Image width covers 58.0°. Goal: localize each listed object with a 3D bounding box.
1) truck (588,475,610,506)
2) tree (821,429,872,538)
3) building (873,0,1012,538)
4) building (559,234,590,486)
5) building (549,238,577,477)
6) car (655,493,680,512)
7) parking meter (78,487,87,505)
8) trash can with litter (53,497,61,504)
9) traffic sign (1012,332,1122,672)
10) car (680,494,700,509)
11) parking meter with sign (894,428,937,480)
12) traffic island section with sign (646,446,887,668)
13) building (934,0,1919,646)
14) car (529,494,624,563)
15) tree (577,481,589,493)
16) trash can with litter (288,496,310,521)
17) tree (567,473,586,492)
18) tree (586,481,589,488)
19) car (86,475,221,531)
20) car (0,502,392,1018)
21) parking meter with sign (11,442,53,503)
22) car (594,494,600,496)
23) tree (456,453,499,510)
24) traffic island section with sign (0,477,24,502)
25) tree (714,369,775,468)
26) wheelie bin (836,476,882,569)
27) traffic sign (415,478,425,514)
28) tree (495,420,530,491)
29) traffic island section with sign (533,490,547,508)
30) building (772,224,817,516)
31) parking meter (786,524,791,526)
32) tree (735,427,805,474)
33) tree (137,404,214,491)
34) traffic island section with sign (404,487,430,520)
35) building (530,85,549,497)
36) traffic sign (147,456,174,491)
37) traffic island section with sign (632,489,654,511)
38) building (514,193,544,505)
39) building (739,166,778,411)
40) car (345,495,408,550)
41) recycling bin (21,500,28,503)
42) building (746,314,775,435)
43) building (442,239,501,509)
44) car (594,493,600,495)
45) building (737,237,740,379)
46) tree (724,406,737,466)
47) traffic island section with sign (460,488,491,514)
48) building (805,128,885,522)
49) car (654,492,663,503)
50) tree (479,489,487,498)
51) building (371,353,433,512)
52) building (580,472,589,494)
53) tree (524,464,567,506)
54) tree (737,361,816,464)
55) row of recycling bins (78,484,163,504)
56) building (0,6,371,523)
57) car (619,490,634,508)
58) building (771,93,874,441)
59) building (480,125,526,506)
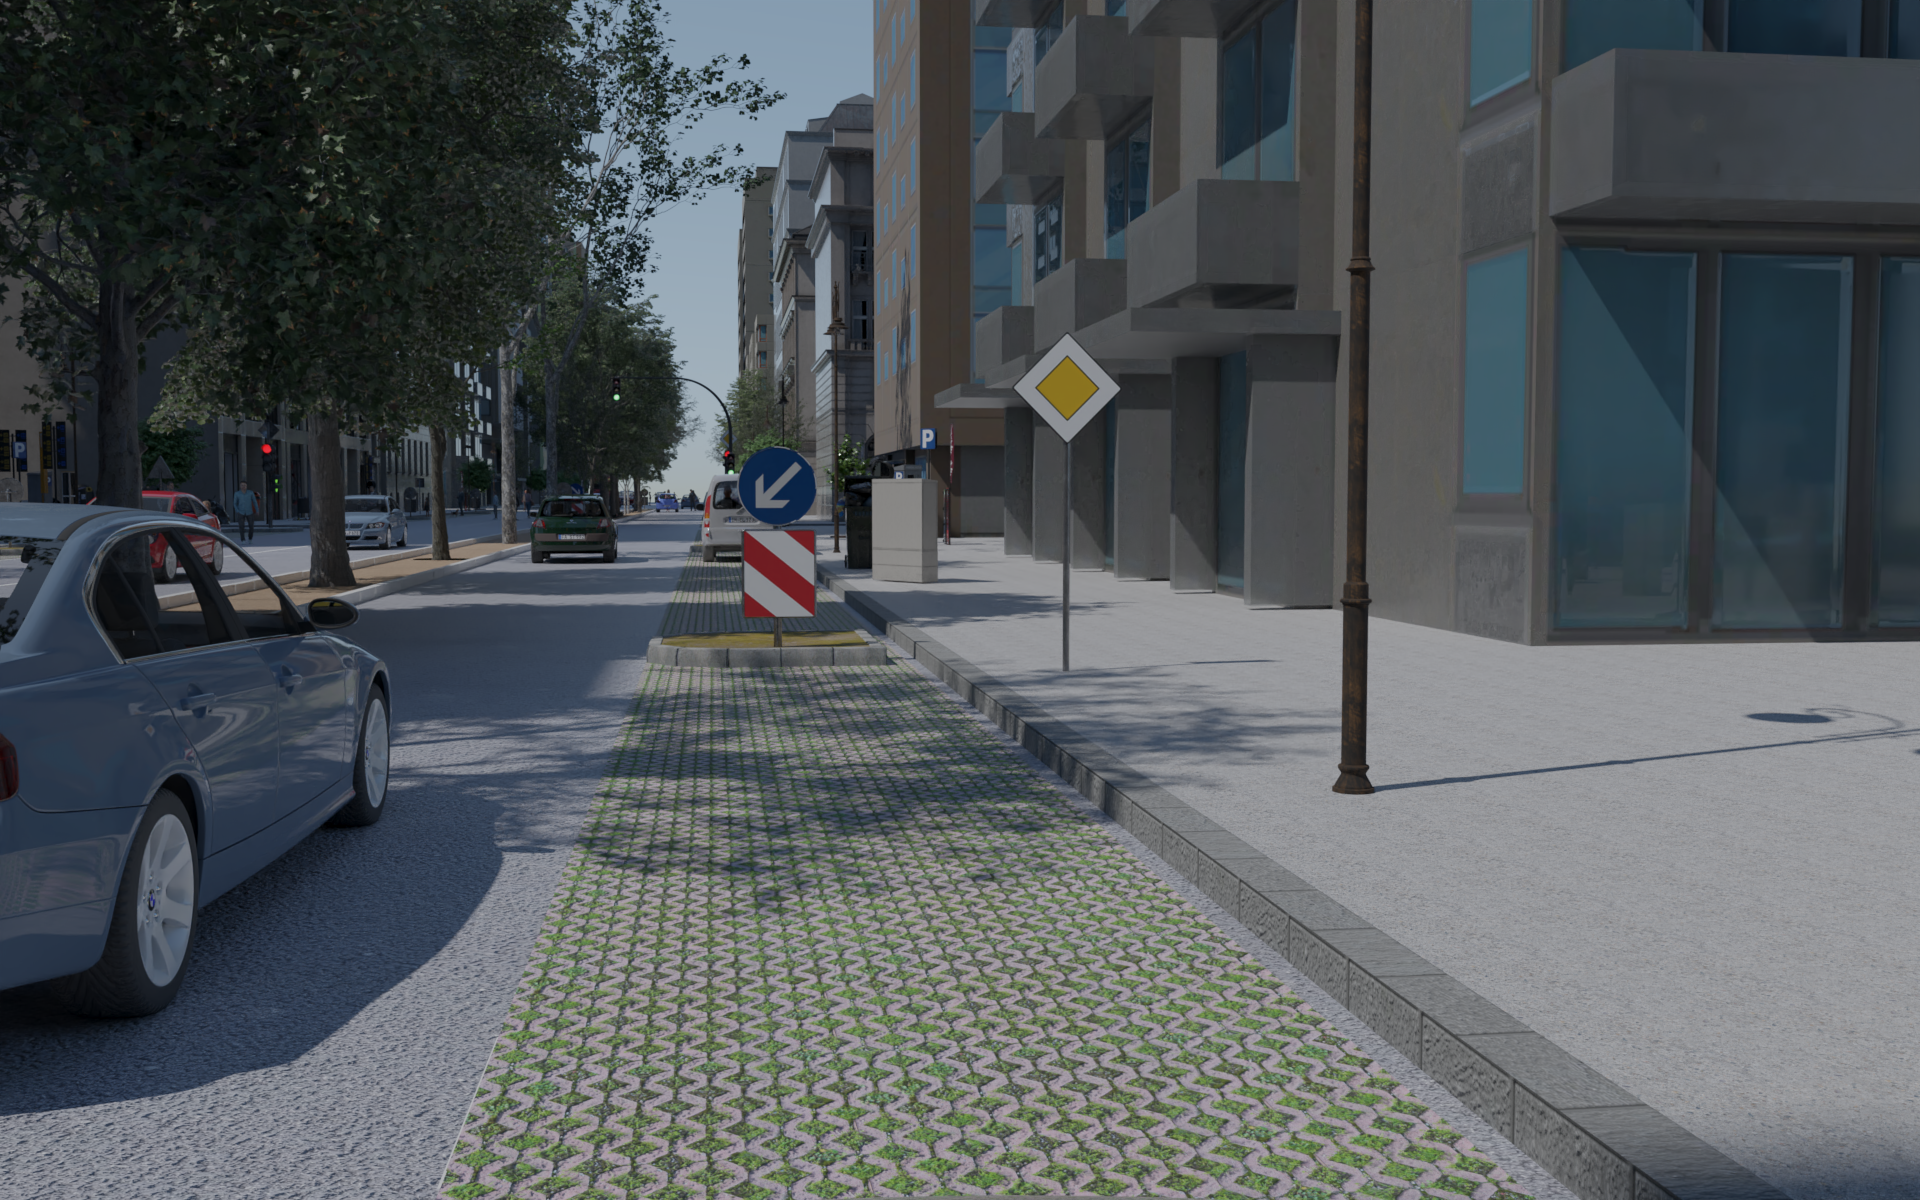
[{"bbox_3d":[-43.330,-13.475,209.236,2.839,4.237,11.283,-1,4,-10],"label":"truck"},{"bbox_3d":[-3.405,-3.435,50.756,1.663,3.219,1.824,0,3,0],"label":"tree"},{"bbox_3d":[4.676,-24.875,56.818,14.600,45.320,14.200,-1,4,-8],"label":"building"},{"bbox_3d":[-70.915,-39.492,295.796,14.600,45.320,14.200,-1,4,-8],"label":"building"},{"bbox_3d":[-66.820,-35.743,267.987,14.154,41.232,14.086,-1,4,-8],"label":"building"},{"bbox_3d":[-22.986,-7.739,136.122,1.945,1.707,3.694,0,4,-8],"label":"car"},{"bbox_3d":[-30.621,-3.175,60.317,0.372,1.533,0.369,0,3,0],"label":"parking meter"},{"bbox_3d":[-32.525,-3.108,62.204,0.624,1.170,1.055,0,4,-4],"label":"trash can with litter"},{"bbox_3d":[0.763,-0.689,12.455,0.795,2.450,0.064,0,4,-7],"label":"traffic sign"},{"bbox_3d":[-25.787,-9.385,165.450,2.014,1.417,4.499,-1,4,-9],"label":"car"},{"bbox_3d":[-1.392,-3.009,45.452,0.543,3.016,1.738,3,5,43],"label":"parking meter with sign"},{"bbox_3d":[-1.728,-0.400,15.160,1.989,1.847,2.006,-1,4,-8],"label":"traffic island section with sign"},{"bbox_3d":[12.421,-24.929,27.196,23.786,49.044,30.456,-1,4,-8],"label":"building"},{"bbox_3d":[-8.276,-1.683,37.301,2.009,1.686,4.222,-1,4,-10],"label":"car"},{"bbox_3d":[-57.890,-16.658,266.960,1.663,3.219,1.824,0,3,0],"label":"tree"},{"bbox_3d":[-31.572,-4.487,84.420,2.233,1.210,1.678,-1,4,-22],"label":"trash can with litter"},{"bbox_3d":[-51.276,-14.643,223.121,4.285,4.588,4.351,0,3,0],"label":"tree"},{"bbox_3d":[-56.468,-16.648,255.908,4.285,4.588,4.351,0,3,0],"label":"tree"},{"bbox_3d":[-13.795,-1.227,29.103,2.155,1.783,4.494,-1,4,-8],"label":"car"},{"bbox_3d":[-3.203,0.372,5.928,2.014,1.417,4.499,0,4,-7],"label":"car"},{"bbox_3d":[-30.582,-3.748,57.549,1.738,3.016,0.543,1,4,17],"label":"parking meter with sign"},{"bbox_3d":[-26.393,-6.979,123.894,2.009,1.686,4.222,0,4,-6],"label":"car"},{"bbox_3d":[-38.681,-9.491,138.895,4.285,4.588,4.351,0,3,0],"label":"tree"},{"bbox_3d":[-22.538,-1.964,40.733,1.989,1.847,2.006,-1,4,-8],"label":"traffic island section with sign"},{"bbox_3d":[-18.875,-14.606,156.942,7.486,12.596,7.792,0,3,0],"label":"tree"},{"bbox_3d":[-1.633,-1.339,29.798,0.980,1.594,0.693,0,4,-6],"label":"wheelie bin"},{"bbox_3d":[-34.415,-6.619,110.349,0.606,2.300,0.079,0,4,0],"label":"traffic sign"},{"bbox_3d":[-42.111,-13.110,164.712,4.360,8.622,3.978,0,3,0],"label":"tree"},{"bbox_3d":[-41.362,-9.999,172.105,1.989,1.847,2.006,-1,4,-8],"label":"traffic island section with sign"},{"bbox_3d":[-6.515,-15.147,112.274,10.561,19.102,19.286,-1,4,-8],"label":"building"},{"bbox_3d":[-6.905,-3.867,68.941,0.255,1.863,0.399,0,4,6],"label":"parking meter"},{"bbox_3d":[-9.190,-6.166,84.526,4.285,4.588,4.351,0,3,0],"label":"tree"},{"bbox_3d":[-28.878,-4.834,62.755,4.285,4.588,4.351,0,3,0],"label":"tree"},{"bbox_3d":[-30.450,-5.338,95.902,1.989,1.847,2.006,-1,4,-8],"label":"traffic island section with sign"},{"bbox_3d":[-68.468,-56.931,243.485,22.319,86.520,31.000,-1,4,-8],"label":"building"},{"bbox_3d":[-27.060,-3.587,58.648,0.884,2.594,0.081,0,4,-5],"label":"traffic sign"},{"bbox_3d":[-27.145,-8.611,148.918,2.006,1.907,1.989,-1,4,-8],"label":"traffic island section with sign"},{"bbox_3d":[-58.625,-32.235,210.629,14.154,41.232,14.086,-1,4,-8],"label":"building"},{"bbox_3d":[-20.759,-38.480,252.854,21.300,48.544,21.600,-1,4,-8],"label":"building"},{"bbox_3d":[-15.781,-2.073,45.904,2.014,1.417,4.499,-1,4,-9],"label":"car"},{"bbox_3d":[-39.062,-3.675,72.646,0.722,1.027,0.722,3,5,43],"label":"recycling bin"},{"bbox_3d":[-11.875,-22.411,211.463,27.650,21.520,28.899,-1,4,-8],"label":"building"},{"bbox_3d":[-55.939,-33.035,159.733,23.786,49.044,30.456,-1,4,-8],"label":"building"},{"bbox_3d":[-39.410,-10.869,187.293,1.945,1.707,3.694,0,4,-6],"label":"car"},{"bbox_3d":[-27.353,-41.297,298.911,21.300,48.544,21.600,-1,4,-8],"label":"building"},{"bbox_3d":[-16.584,-11.356,136.029,4.360,8.622,3.978,0,3,0],"label":"tree"},{"bbox_3d":[-34.276,-6.970,122.585,1.989,1.847,2.006,-1,4,-8],"label":"traffic island section with sign"},{"bbox_3d":[4.741,-14.931,85.914,24.055,21.916,13.314,-1,4,-8],"label":"building"},{"bbox_3d":[-49.006,-16.848,284.143,2.281,1.827,5.304,-1,4,-9],"label":"car"},{"bbox_3d":[-39.953,-9.158,144.331,1.663,3.219,1.824,0,3,0],"label":"tree"},{"bbox_3d":[-46.551,-17.646,121.789,16.112,22.955,30.059,-1,4,-8],"label":"building"},{"bbox_3d":[-68.332,-31.232,282.347,14.160,30.474,14.107,-1,4,-8],"label":"building"},{"bbox_3d":[-46.461,-12.709,191.507,4.285,4.588,4.351,0,3,0],"label":"tree"},{"bbox_3d":[-9.983,-8.862,95.250,4.360,8.622,3.978,0,3,0],"label":"tree"},{"bbox_3d":[-35.264,-3.999,72.492,3.534,1.692,1.069,-3,4,-37],"label":"row of recycling bins"},{"bbox_3d":[-43.951,-17.441,89.682,19.350,26.468,34.151,-1,4,-8],"label":"building"},{"bbox_3d":[-35.628,-10.788,185.058,2.281,1.827,5.304,0,4,-6],"label":"car"},{"bbox_3d":[-8.712,-21.953,136.417,11.434,29.767,29.804,-1,4,-8],"label":"building"},{"bbox_3d":[-62.738,-36.666,188.727,28.713,52.752,27.495,-1,4,-8],"label":"building"}]
